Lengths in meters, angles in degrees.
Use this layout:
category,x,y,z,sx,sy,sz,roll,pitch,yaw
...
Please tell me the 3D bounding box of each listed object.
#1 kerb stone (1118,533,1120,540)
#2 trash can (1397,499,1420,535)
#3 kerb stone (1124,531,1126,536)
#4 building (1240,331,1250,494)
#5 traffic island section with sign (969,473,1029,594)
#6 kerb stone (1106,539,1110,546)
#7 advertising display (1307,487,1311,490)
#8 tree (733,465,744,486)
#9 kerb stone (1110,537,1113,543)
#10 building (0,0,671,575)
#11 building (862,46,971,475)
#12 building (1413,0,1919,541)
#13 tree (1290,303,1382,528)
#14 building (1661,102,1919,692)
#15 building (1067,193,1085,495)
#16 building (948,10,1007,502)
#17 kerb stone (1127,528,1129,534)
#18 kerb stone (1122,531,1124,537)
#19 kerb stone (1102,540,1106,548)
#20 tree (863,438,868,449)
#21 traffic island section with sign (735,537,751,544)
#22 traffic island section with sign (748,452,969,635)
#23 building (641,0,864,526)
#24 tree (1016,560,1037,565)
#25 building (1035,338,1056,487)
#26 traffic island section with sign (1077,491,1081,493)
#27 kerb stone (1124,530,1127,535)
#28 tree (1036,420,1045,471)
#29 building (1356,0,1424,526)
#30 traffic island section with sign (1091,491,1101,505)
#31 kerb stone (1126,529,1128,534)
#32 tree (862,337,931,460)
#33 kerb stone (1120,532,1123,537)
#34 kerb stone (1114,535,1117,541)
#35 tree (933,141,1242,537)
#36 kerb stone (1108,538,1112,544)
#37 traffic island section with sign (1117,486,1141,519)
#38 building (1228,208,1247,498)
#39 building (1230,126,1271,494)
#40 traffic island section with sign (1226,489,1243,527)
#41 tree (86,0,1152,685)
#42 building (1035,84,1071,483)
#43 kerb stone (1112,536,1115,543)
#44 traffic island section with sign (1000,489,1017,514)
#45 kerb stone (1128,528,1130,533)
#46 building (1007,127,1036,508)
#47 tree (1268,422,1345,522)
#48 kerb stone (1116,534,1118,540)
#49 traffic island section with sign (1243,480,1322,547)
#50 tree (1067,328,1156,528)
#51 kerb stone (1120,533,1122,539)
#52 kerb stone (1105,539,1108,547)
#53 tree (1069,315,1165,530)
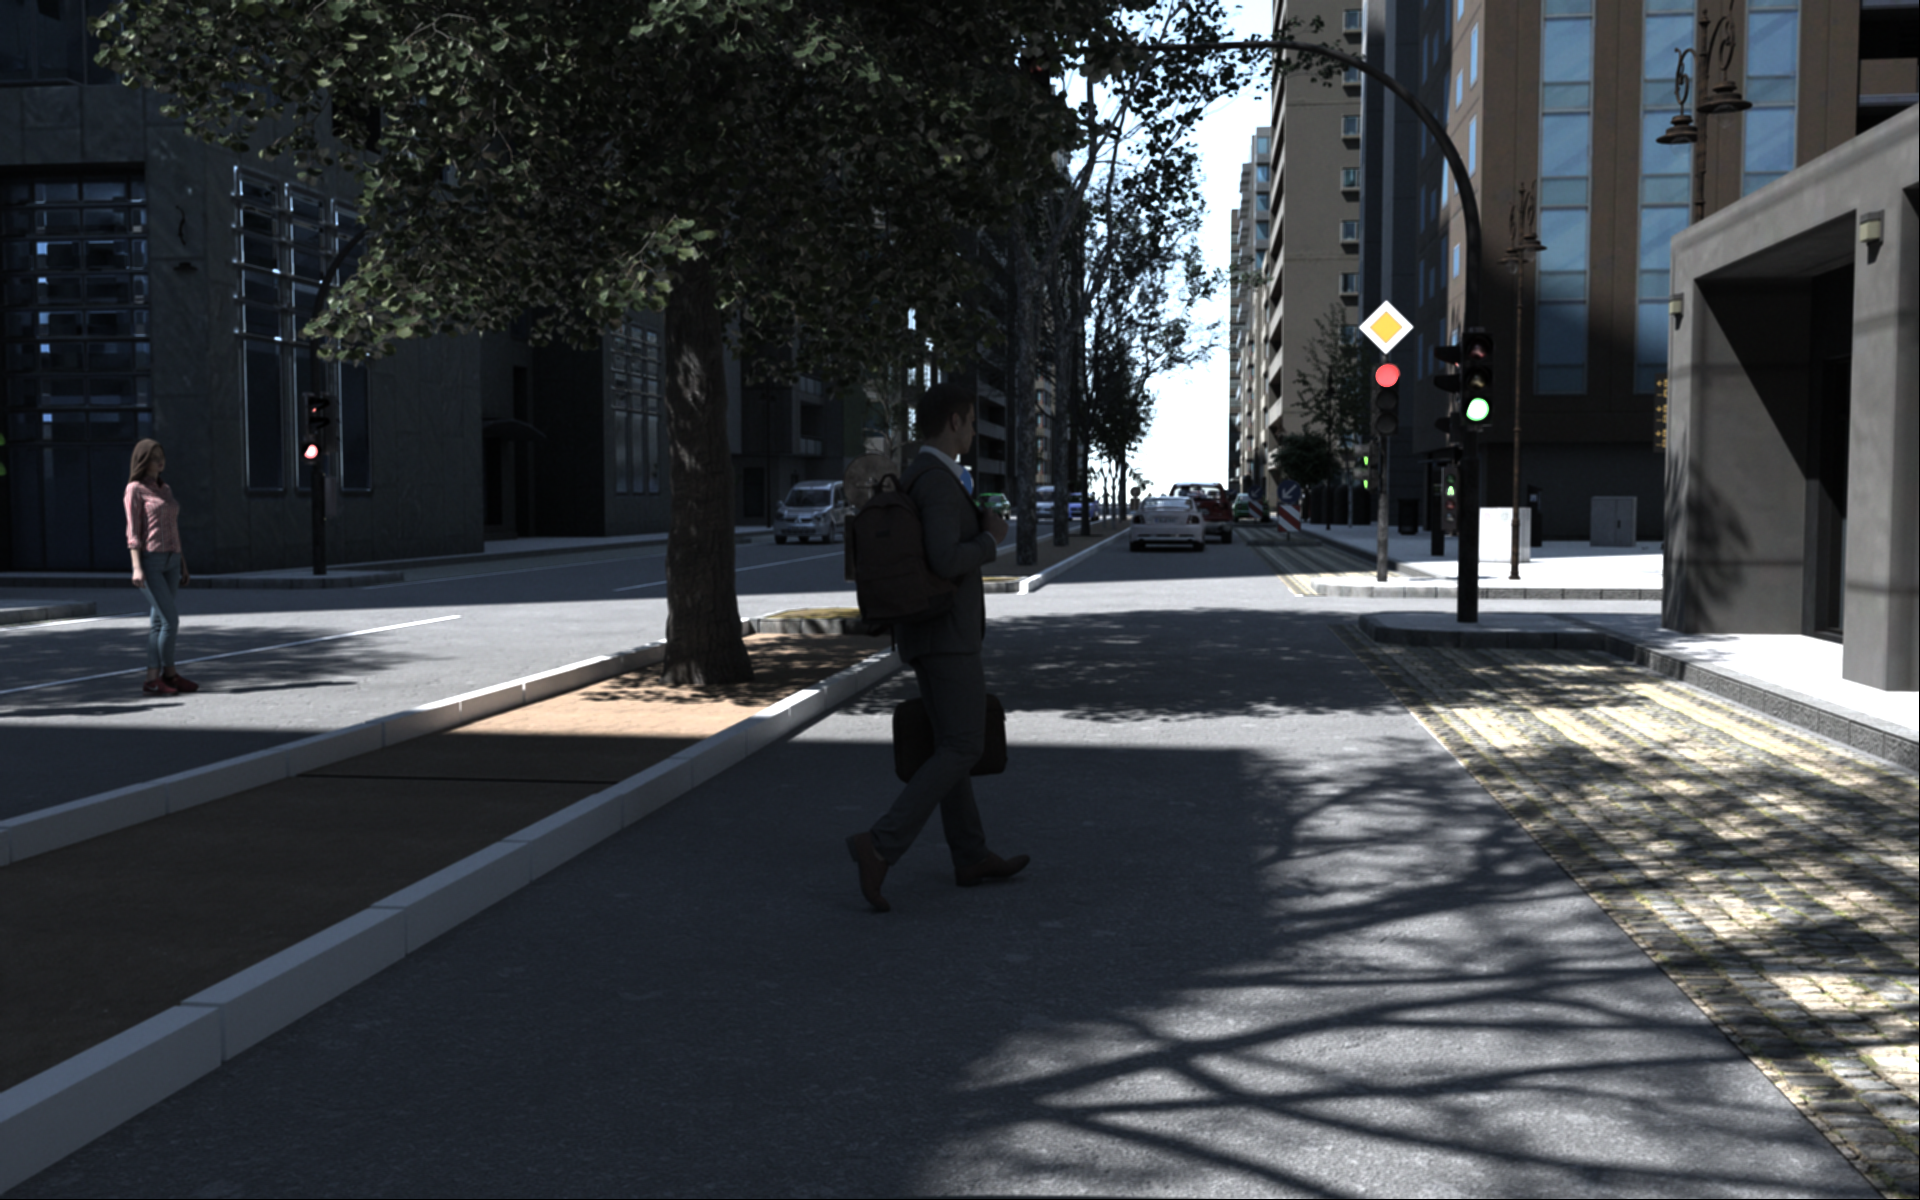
category,x,y,z,sx,sy,sz,roll,pitch,yaw
kerb stone,4.751,-1.892,53.137,0.120,0.150,1.000,0,4,8
trash can,14.137,-2.628,54.614,0.748,1.137,0.748,0,3,0
kerb stone,5.305,-2.134,57.214,0.120,0.150,1.000,0,4,8
building,46.127,-21.465,195.986,27.650,21.520,28.899,0,4,8
traffic island section with sign,-0.042,-1.081,25.817,2.006,1.907,1.989,0,4,8
kerb stone,3.914,-1.518,47.037,0.120,0.150,1.000,0,4,8
advertising display,19.973,-5.760,99.390,0.123,1.923,0.974,0,4,1
tree,-8.607,-4.027,60.438,1.663,3.219,1.824,0,3,0
kerb stone,4.191,-1.644,49.077,0.120,0.150,1.000,0,4,8
building,-20.774,-44.586,41.652,22.319,86.520,31.000,0,4,8
building,-12.103,-30.495,118.205,23.786,49.044,30.456,0,4,8
building,21.878,-24.584,52.068,14.600,45.320,14.200,0,4,8
tree,14.806,-7.066,65.887,4.737,8.622,4.395,0,3,0
building,15.467,-34.537,2.938,20.563,71.187,20.611,0,4,8
building,10.533,-36.620,248.840,14.600,45.320,14.200,0,4,8
building,-7.816,-31.845,144.362,21.300,48.544,21.600,0,4,8
kerb stone,5.722,-2.328,60.255,0.120,0.150,1.000,0,4,8
kerb stone,5.171,-2.079,56.188,0.120,0.150,1.000,0,4,8
kerb stone,3.643,-1.395,45.007,0.120,0.150,1.000,0,4,8
tree,-5.756,-6.122,83.810,4.285,4.588,4.351,0,3,0
traffic island section with sign,-7.122,-2.534,50.052,1.989,1.847,2.006,0,4,8
traffic island section with sign,-1.055,-0.633,18.479,2.006,1.907,1.989,0,4,8
building,-12.191,-23.794,72.634,14.154,41.232,14.086,0,4,8
tree,2.427,-10.689,33.109,12.611,20.169,13.585,0,3,0
building,-2.729,-21.790,201.302,27.650,21.520,28.899,0,4,8
traffic island section with sign,14.384,-12.155,207.363,1.989,1.847,2.006,0,4,8
kerb stone,5.453,-2.195,58.225,0.120,0.150,1.000,0,4,8
tree,6.705,-13.600,172.724,4.737,8.622,4.395,0,3,0
building,29.445,-32.909,80.056,21.231,58.520,28.212,0,4,8
traffic island section with sign,18.124,-13.826,234.689,1.989,1.847,2.006,0,4,8
kerb stone,5.589,-2.266,59.238,0.120,0.150,1.000,0,4,8
tree,-3.917,-9.731,93.522,7.601,10.594,8.767,0,4,1
kerb stone,5.031,-2.017,55.173,0.120,0.150,1.000,0,4,8
kerb stone,4.475,-1.768,51.103,0.120,0.150,1.000,0,4,8
tree,4.229,-8.903,58.393,12.009,13.543,11.850,0,3,0
kerb stone,4.060,-1.582,48.063,0.120,0.150,1.000,0,4,8
traffic island section with sign,10.126,-5.635,100.267,2.006,1.907,1.989,0,4,8
building,45.713,-34.567,248.763,14.154,41.232,14.086,0,4,8
building,47.598,-37.078,225.832,23.786,49.044,30.456,0,4,8
traffic island section with sign,12.613,-4.040,74.679,1.989,1.847,2.006,0,4,8
tree,-1.931,-6.335,12.693,9.857,13.997,8.962,0,3,0
building,0.449,-39.128,228.985,28.713,52.752,27.495,0,4,8
kerb stone,4.334,-1.706,50.090,0.120,0.150,1.000,0,4,8
traffic island section with sign,3.267,-7.184,126.087,1.989,1.847,2.006,0,4,8
kerb stone,5.858,-2.390,61.268,0.120,0.150,1.000,0,4,8
building,-0.496,-29.302,162.681,14.154,41.232,14.086,0,4,8
tree,15.746,-5.833,79.076,4.285,4.588,4.351,0,3,0
kerb stone,4.608,-1.826,52.118,0.120,0.150,1.000,0,4,8
traffic island section with sign,8.965,-2.406,47.971,1.989,1.847,2.006,0,4,8
tree,6.984,-7.727,79.162,4.737,8.622,4.395,0,3,0
kerb stone,4.893,-1.955,54.159,0.120,0.150,1.000,0,4,8
kerb stone,3.772,-1.457,46.025,0.120,0.150,1.000,0,4,8
tree,6.145,-7.089,68.727,4.360,8.622,3.978,0,3,0
